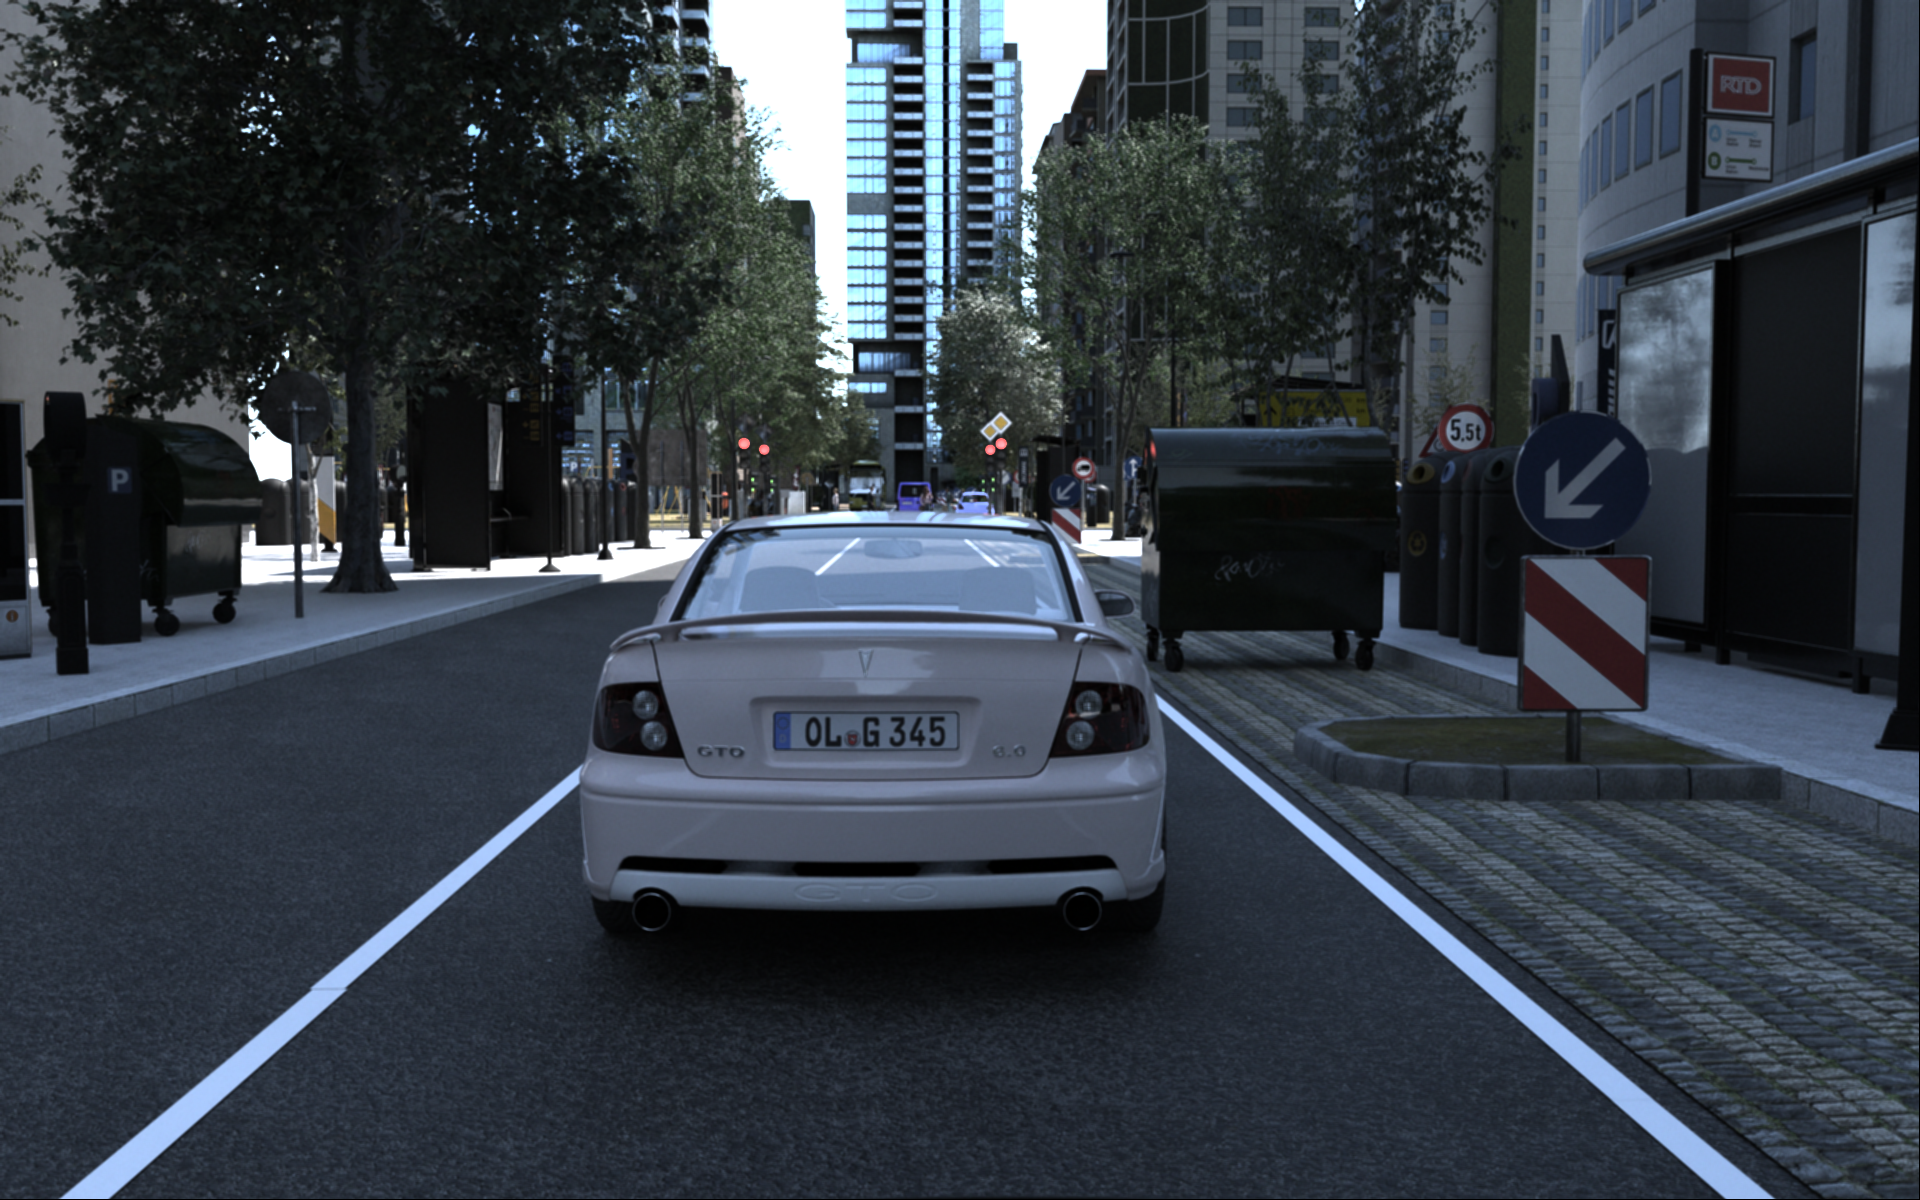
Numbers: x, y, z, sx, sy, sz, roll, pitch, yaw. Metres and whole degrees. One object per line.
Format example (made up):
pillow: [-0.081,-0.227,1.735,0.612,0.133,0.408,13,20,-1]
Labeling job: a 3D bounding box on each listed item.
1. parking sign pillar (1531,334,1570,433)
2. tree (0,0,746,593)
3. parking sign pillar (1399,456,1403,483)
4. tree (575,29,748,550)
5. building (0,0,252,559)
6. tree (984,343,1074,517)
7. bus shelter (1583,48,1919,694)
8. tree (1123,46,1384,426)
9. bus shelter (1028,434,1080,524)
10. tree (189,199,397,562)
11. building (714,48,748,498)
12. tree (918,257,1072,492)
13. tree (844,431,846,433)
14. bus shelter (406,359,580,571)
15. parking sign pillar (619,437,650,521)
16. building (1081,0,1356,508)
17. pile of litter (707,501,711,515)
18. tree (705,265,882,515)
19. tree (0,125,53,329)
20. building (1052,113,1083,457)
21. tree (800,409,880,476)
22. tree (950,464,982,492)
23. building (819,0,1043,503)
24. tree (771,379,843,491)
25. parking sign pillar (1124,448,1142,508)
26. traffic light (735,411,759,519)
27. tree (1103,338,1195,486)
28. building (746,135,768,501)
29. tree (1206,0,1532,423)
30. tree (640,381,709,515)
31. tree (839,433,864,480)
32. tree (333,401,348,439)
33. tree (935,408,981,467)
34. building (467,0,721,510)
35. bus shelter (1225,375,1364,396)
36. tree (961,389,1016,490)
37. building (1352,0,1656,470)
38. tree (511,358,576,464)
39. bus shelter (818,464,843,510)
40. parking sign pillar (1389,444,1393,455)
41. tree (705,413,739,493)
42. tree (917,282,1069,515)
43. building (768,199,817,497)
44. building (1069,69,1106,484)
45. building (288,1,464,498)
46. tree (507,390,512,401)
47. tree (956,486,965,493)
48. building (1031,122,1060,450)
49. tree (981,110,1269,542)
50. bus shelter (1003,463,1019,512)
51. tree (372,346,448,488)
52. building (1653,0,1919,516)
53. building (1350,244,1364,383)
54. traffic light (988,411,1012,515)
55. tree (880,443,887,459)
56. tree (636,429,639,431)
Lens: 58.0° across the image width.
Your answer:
parking sign pillar: [9.796,-2.463,28.747,1.447,3.967,1.447,1,4,12]
tree: [-7.891,-6.460,22.634,9.611,12.733,9.660,0,3,0]
parking sign pillar: [30.961,-8.199,122.533,1.447,3.967,1.447,2,4,29]
tree: [-7.455,-6.979,39.870,9.928,11.665,9.643,0,3,0]
building: [-30.346,-15.011,38.938,24.014,27.812,14.314,0,4,-2]
tree: [3.178,-8.230,84.929,4.360,8.622,3.978,0,3,0]
bus shelter: [6.481,-2.185,13.361,2.179,5.291,8.768,0,4,-2]
tree: [5.112,-4.807,28.950,4.737,8.622,4.395,0,3,0]
bus shelter: [3.863,-4.892,71.262,1.731,3.624,6.357,0,4,-2]
tree: [-12.246,-5.006,32.213,4.737,8.622,4.395,0,3,0]
building: [-29.550,-32.323,178.585,14.600,45.320,14.200,0,4,-2]
tree: [2.816,-17.173,136.671,12.611,20.169,13.585,0,3,0]
tree: [-10.549,-11.010,130.372,4.737,8.622,4.395,0,3,0]
bus shelter: [-8.412,-2.476,31.767,1.731,3.624,6.357,0,4,-2]
parking sign pillar: [-15.434,-5.714,81.898,1.447,3.967,1.447,1,4,8]
building: [21.988,-43.684,152.485,20.563,71.187,20.611,0,4,-2]
pile of litter: [-15.185,-5.563,104.916,1.719,0.858,1.176,0,4,8]
tree: [-8.633,-10.087,83.041,7.486,12.596,7.792,0,3,0]
tree: [-15.202,-4.534,24.493,4.360,8.622,3.978,0,3,0]
building: [18.156,-33.612,199.674,14.600,45.320,14.200,0,4,-2]
tree: [-12.509,-14.544,172.208,7.601,10.594,8.767,0,4,4]
tree: [0.787,-10.520,155.721,4.285,4.588,4.351,0,3,0]
building: [-4.271,-57.067,245.719,31.000,86.520,22.319,0,4,-2]
tree: [-10.137,-9.831,111.094,4.737,8.622,4.395,0,3,0]
parking sign pillar: [9.889,-6.648,97.168,1.447,3.967,1.447,1,4,20]
traffic light: [-7.244,-4.259,58.548,0.839,4.253,0.868,0,4,-2]
tree: [8.863,-7.973,80.726,4.360,8.622,3.978,0,3,0]
building: [-30.169,-31.522,198.974,14.086,41.232,14.154,0,4,-2]
tree: [5.151,-4.349,21.463,4.360,8.622,3.978,0,3,0]
tree: [-17.558,-9.650,108.136,4.360,8.622,3.978,0,3,0]
tree: [-12.062,-15.166,198.318,4.360,8.622,3.978,0,3,0]
tree: [-30.212,-8.547,90.113,4.360,8.622,3.978,0,3,0]
tree: [1.170,-14.949,178.822,8.767,10.594,7.601,2,4,35]
building: [-32.565,-51.499,154.676,22.319,86.520,31.000,0,4,-2]
bus shelter: [7.121,-2.820,37.383,1.731,3.624,6.357,0,4,-1]
tree: [2.675,-10.057,114.801,4.737,8.622,4.395,0,3,0]
building: [59.817,-40.062,197.006,28.212,58.520,21.231,0,4,-2]
tree: [-21.656,-8.446,88.448,4.737,8.622,4.395,0,3,0]
bus shelter: [-10.336,-9.031,138.941,1.731,3.624,6.357,0,4,-2]
parking sign pillar: [22.460,-6.379,92.761,1.447,3.967,1.447,1,4,10]
tree: [-18.837,-11.440,137.403,4.737,8.622,4.395,0,3,0]
tree: [2.206,-12.046,103.604,9.857,13.997,8.962,0,3,0]
building: [-27.284,-34.164,242.173,14.086,41.232,14.154,0,4,-2]
building: [22.776,-32.012,178.016,22.147,44.769,28.867,0,4,-2]
building: [-61.669,-46.218,193.916,20.611,71.187,20.563,0,4,-2]
tree: [-26.738,-8.976,97.117,4.360,8.622,3.978,0,3,0]
tree: [0.532,-11.993,190.691,1.663,3.219,1.824,0,3,0]
building: [24.883,-40.443,250.486,27.495,52.752,28.713,0,4,-2]
tree: [4.500,-7.413,46.961,9.928,11.665,9.643,0,3,0]
bus shelter: [3.361,-8.150,124.541,1.731,3.624,6.357,0,4,-2]
tree: [-21.284,-7.267,69.172,4.360,8.622,3.978,0,3,0]
building: [23.965,-30.031,33.001,21.231,58.520,28.212,0,4,-2]
building: [38.041,-26.266,201.150,14.107,30.474,14.160,0,4,-2]
traffic light: [1.363,-4.274,58.807,0.839,4.253,0.868,0,4,-2]
tree: [-12.832,-16.557,205.115,8.767,10.594,7.601,0,4,-1]
tree: [-22.252,-10.974,129.790,4.360,8.622,3.978,0,3,0]
